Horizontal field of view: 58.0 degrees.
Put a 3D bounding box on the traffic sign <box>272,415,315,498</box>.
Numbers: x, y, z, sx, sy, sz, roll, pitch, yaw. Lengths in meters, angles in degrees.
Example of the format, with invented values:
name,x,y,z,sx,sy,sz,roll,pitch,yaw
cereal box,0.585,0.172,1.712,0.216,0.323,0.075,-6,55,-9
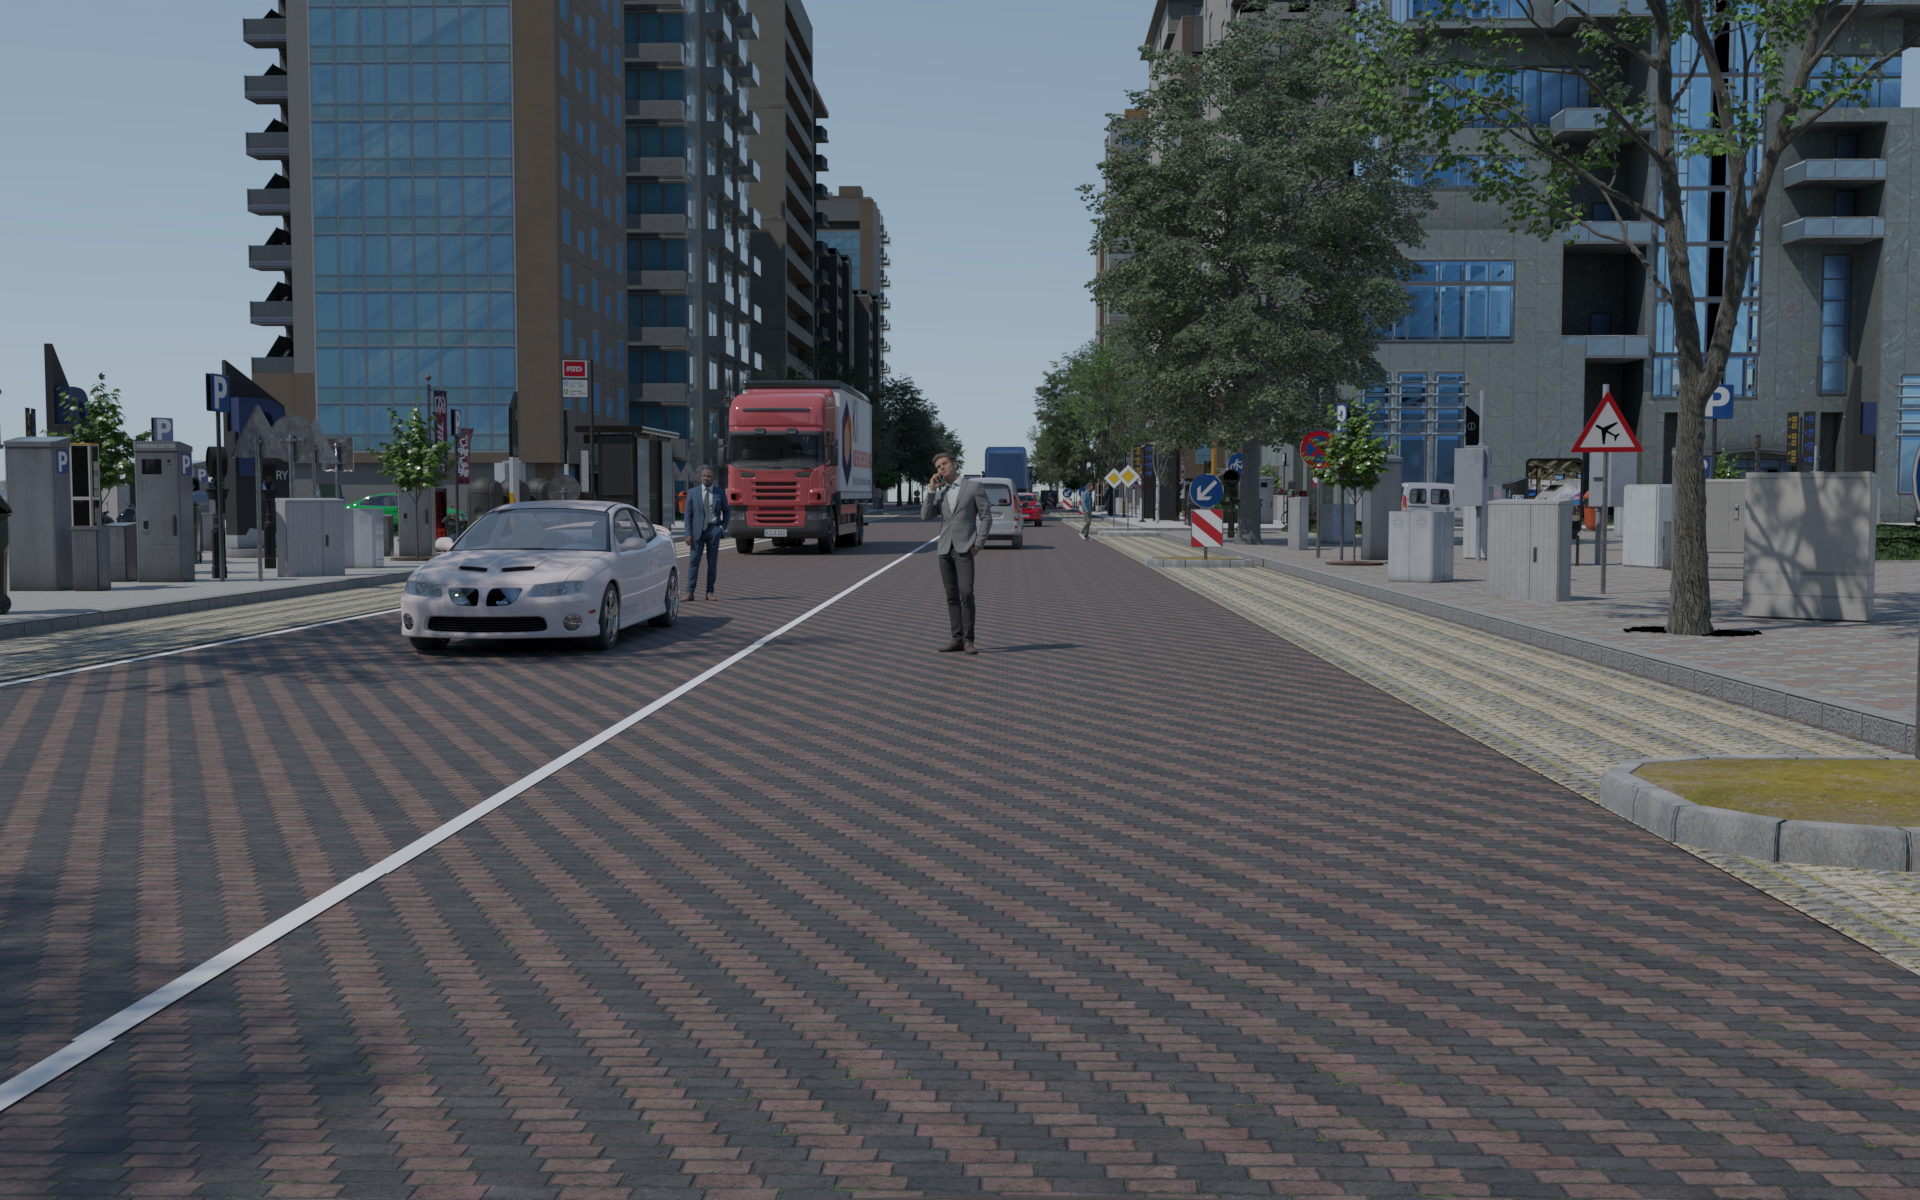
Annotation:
name,x,y,z,sx,sy,sz,roll,pitch,yaw
traffic sign,-10.769,-1.702,27.936,0.768,2.556,0.104,0,4,5

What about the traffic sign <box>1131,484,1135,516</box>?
name,x,y,z,sx,sy,sz,roll,pitch,yaw
traffic sign,9.905,-6.090,99.685,0.768,2.556,0.104,0,4,6

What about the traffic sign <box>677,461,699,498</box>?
name,x,y,z,sx,sy,sz,roll,pitch,yaw
traffic sign,-10.712,-4.167,68.127,0.884,2.594,0.081,0,4,7

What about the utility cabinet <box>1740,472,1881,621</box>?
name,x,y,z,sx,sy,sz,roll,pitch,yaw
utility cabinet,8.670,-0.551,17.682,1.173,1.500,0.318,3,5,39

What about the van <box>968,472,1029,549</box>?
name,x,y,z,sx,sy,sz,roll,pitch,yaw
van,0.844,-2.406,46.356,2.013,2.044,4.112,0,4,3

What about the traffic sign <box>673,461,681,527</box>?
name,x,y,z,sx,sy,sz,roll,pitch,yaw
traffic sign,-11.304,-4.184,68.409,0.884,2.594,0.081,0,4,5

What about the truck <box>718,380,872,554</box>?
name,x,y,z,sx,sy,sz,roll,pitch,yaw
truck,-4.047,-3.436,45.092,2.839,4.237,11.283,0,4,3

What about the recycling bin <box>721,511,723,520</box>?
name,x,y,z,sx,sy,sz,roll,pitch,yaw
recycling bin,-10.019,-3.669,72.543,0.722,1.027,0.722,2,4,29

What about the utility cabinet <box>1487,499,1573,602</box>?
name,x,y,z,sx,sy,sz,roll,pitch,yaw
utility cabinet,6.909,-0.605,21.051,0.306,1.237,1.020,-3,4,-36

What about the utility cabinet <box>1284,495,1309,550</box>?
name,x,y,z,sx,sy,sz,roll,pitch,yaw
utility cabinet,7.787,-1.758,39.902,0.306,1.237,1.020,1,4,22

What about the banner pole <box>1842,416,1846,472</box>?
name,x,y,z,sx,sy,sz,roll,pitch,yaw
banner pole,28.417,-3.994,55.314,0.401,3.779,0.863,-2,4,-27

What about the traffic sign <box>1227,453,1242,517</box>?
name,x,y,z,sx,sy,sz,roll,pitch,yaw
traffic sign,8.634,-3.266,53.499,0.768,2.556,0.104,0,4,3

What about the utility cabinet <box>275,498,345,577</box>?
name,x,y,z,sx,sy,sz,roll,pitch,yaw
utility cabinet,-10.153,-0.975,27.105,0.306,1.237,1.020,3,4,37

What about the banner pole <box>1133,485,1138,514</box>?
name,x,y,z,sx,sy,sz,roll,pitch,yaw
banner pole,11.500,-7.600,114.281,0.401,3.779,0.863,-1,4,-11

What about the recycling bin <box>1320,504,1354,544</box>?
name,x,y,z,sx,sy,sz,roll,pitch,yaw
recycling bin,9.831,-1.997,45.201,0.722,1.027,0.722,-1,4,-22

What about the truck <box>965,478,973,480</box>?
name,x,y,z,sx,sy,sz,roll,pitch,yaw
truck,1.258,-12.924,207.225,3.469,3.379,9.791,0,4,1

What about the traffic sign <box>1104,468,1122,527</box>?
name,x,y,z,sx,sy,sz,roll,pitch,yaw
traffic sign,5.958,-3.874,66.987,0.795,2.450,0.064,0,4,2

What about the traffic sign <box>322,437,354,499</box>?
name,x,y,z,sx,sy,sz,roll,pitch,yaw
traffic sign,-11.206,-1.778,31.195,0.606,2.300,0.079,0,4,8

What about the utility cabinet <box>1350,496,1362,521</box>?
name,x,y,z,sx,sy,sz,roll,pitch,yaw
utility cabinet,16.351,-3.612,70.215,1.020,1.237,0.306,0,4,-1

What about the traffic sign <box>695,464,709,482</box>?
name,x,y,z,sx,sy,sz,roll,pitch,yaw
traffic sign,-11.010,-4.538,74.304,0.768,2.556,0.104,0,4,8

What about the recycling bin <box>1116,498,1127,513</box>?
name,x,y,z,sx,sy,sz,roll,pitch,yaw
recycling bin,11.081,-6.475,118.414,0.722,1.027,0.722,-1,4,-10

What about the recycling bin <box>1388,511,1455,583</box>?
name,x,y,z,sx,sy,sz,roll,pitch,yaw
recycling bin,6.760,-0.785,25.383,0.722,1.027,0.722,3,5,41

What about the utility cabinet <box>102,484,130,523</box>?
name,x,y,z,sx,sy,sz,roll,pitch,yaw
utility cabinet,-19.248,-1.872,39.289,1.173,1.500,0.318,3,5,39

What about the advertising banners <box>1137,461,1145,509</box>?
name,x,y,z,sx,sy,sz,roll,pitch,yaw
advertising banners,9.911,-5.838,91.641,0.090,3.025,2.074,-2,4,-26

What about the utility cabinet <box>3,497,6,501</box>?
name,x,y,z,sx,sy,sz,roll,pitch,yaw
utility cabinet,-19.572,-1.531,36.198,0.306,1.237,1.020,0,4,1

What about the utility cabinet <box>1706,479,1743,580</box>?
name,x,y,z,sx,sy,sz,roll,pitch,yaw
utility cabinet,11.367,-1.039,25.667,1.173,1.500,0.318,1,4,15

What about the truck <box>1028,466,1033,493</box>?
name,x,y,z,sx,sy,sz,roll,pitch,yaw
truck,6.145,-11.688,180.008,2.839,4.237,11.283,0,4,0

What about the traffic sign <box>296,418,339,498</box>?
name,x,y,z,sx,sy,sz,roll,pitch,yaw
traffic sign,-10.985,-1.802,29.471,0.884,2.594,0.081,1,4,10

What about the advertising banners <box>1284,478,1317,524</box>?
name,x,y,z,sx,sy,sz,roll,pitch,yaw
advertising banners,14.378,-4.676,72.636,0.090,3.025,2.074,-2,4,-33

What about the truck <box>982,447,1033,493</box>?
name,x,y,z,sx,sy,sz,roll,pitch,yaw
truck,2.243,-6.269,92.264,2.967,4.110,18.799,0,4,3

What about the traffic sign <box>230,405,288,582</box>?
name,x,y,z,sx,sy,sz,roll,pitch,yaw
traffic sign,-10.245,-1.547,25.294,0.884,2.594,0.081,0,4,7

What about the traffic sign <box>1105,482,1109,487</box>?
name,x,y,z,sx,sy,sz,roll,pitch,yaw
traffic sign,11.921,-8.416,137.608,0.884,2.594,0.081,1,4,10

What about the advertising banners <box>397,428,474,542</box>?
name,x,y,z,sx,sy,sz,roll,pitch,yaw
advertising banners,-13.784,-3.021,45.586,2.074,3.025,0.090,-3,4,-36

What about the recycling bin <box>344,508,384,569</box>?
name,x,y,z,sx,sy,sz,roll,pitch,yaw
recycling bin,-10.477,-1.077,30.162,0.722,1.027,0.722,0,4,-6

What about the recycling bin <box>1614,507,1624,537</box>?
name,x,y,z,sx,sy,sz,roll,pitch,yaw
recycling bin,19.943,-2.392,51.669,0.722,1.027,0.722,1,4,12

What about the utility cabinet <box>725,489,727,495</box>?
name,x,y,z,sx,sy,sz,roll,pitch,yaw
utility cabinet,-9.872,-4.199,77.330,1.173,1.500,0.318,0,4,-1

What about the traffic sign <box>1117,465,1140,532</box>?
name,x,y,z,sx,sy,sz,roll,pitch,yaw
traffic sign,5.725,-3.386,59.005,0.795,2.450,0.064,0,4,2

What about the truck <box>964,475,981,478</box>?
name,x,y,z,sx,sy,sz,roll,pitch,yaw
truck,1.794,-16.043,251.215,2.839,4.237,11.283,0,4,1

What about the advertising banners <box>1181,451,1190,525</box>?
name,x,y,z,sx,sy,sz,roll,pitch,yaw
advertising banners,9.418,-4.633,71.940,0.090,3.025,2.074,1,4,21

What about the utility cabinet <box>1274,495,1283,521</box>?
name,x,y,z,sx,sy,sz,roll,pitch,yaw
utility cabinet,15.714,-4.408,83.235,0.306,1.237,1.020,-3,4,-36

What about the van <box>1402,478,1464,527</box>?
name,x,y,z,sx,sy,sz,roll,pitch,yaw
van,17.826,-3.400,62.604,4.112,2.044,2.013,0,4,2

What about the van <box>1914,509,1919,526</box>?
name,x,y,z,sx,sy,sz,roll,pitch,yaw
van,37.460,-3.568,62.718,5.245,2.365,2.240,0,4,1

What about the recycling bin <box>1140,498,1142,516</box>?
name,x,y,z,sx,sy,sz,roll,pitch,yaw
recycling bin,11.064,-5.475,102.069,0.722,1.027,0.722,-2,4,-25

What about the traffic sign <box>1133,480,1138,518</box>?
name,x,y,z,sx,sy,sz,roll,pitch,yaw
traffic sign,9.463,-5.680,92.977,0.768,2.556,0.104,0,4,6

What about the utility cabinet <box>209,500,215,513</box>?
name,x,y,z,sx,sy,sz,roll,pitch,yaw
utility cabinet,-25.529,-2.923,58.960,0.306,1.237,1.020,-2,4,-32

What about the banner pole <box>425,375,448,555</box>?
name,x,y,z,sx,sy,sz,roll,pitch,yaw
banner pole,-11.071,-2.851,36.638,0.401,3.779,0.863,1,4,20
